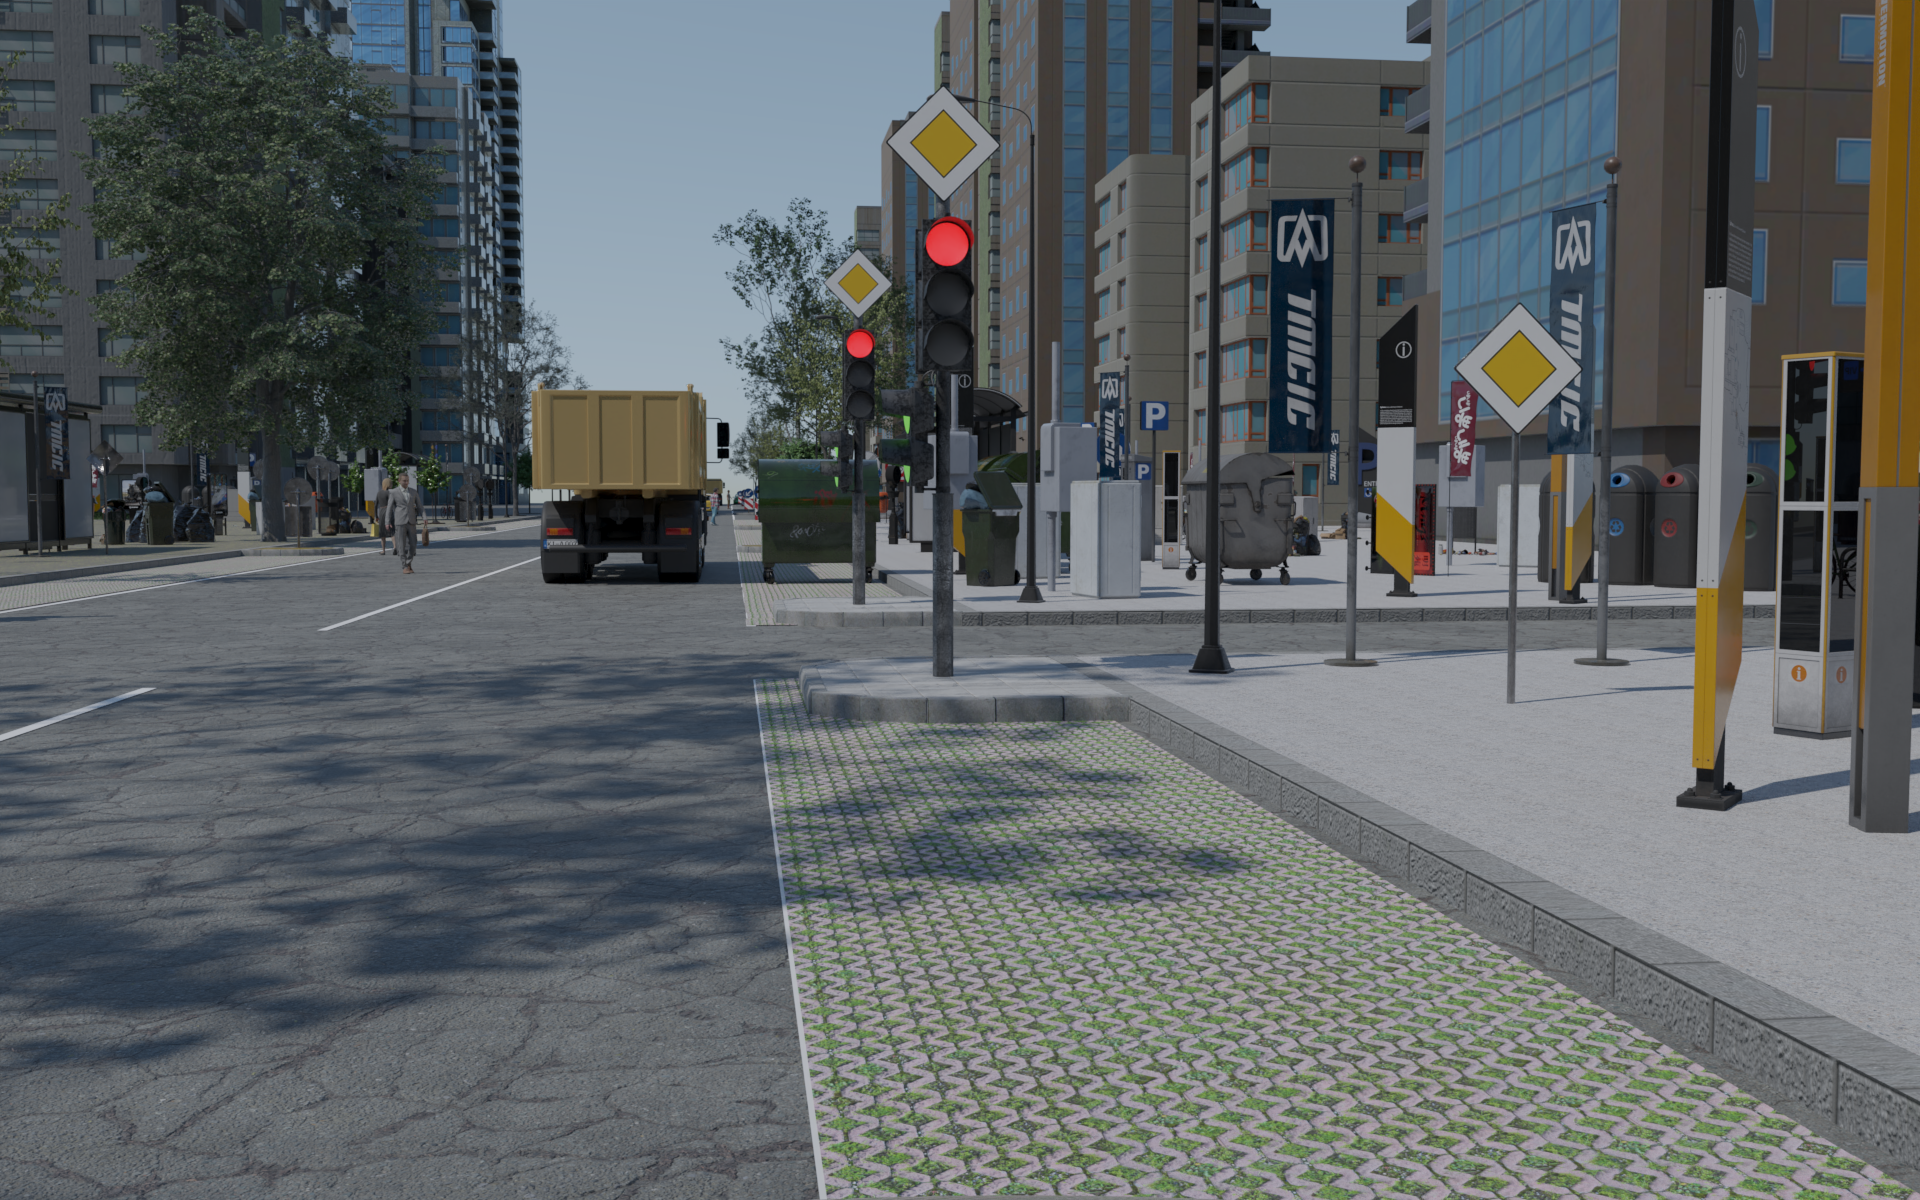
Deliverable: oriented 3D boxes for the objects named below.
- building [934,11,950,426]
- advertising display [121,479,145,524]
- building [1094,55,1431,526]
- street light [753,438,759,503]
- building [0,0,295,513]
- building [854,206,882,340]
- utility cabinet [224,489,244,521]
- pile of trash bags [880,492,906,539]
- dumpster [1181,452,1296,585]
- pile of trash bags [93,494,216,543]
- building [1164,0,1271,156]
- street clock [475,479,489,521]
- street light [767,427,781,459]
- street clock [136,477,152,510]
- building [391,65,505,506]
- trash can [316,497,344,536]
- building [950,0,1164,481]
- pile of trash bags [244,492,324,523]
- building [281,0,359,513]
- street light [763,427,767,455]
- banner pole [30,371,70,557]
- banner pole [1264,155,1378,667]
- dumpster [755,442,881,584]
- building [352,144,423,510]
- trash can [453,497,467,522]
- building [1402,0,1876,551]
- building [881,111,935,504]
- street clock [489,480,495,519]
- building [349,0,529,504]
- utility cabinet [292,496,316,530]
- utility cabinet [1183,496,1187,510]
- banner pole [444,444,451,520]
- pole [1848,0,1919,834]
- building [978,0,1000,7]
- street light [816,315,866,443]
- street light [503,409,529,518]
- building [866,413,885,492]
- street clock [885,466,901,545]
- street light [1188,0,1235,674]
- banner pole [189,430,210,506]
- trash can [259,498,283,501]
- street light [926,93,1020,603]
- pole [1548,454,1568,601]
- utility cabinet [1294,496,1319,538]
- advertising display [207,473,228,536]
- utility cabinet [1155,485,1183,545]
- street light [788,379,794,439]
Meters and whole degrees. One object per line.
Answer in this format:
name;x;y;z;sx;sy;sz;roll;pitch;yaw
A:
building;4.532;-28.635;151.777;14.154;41.232;14.086;0;4;-8
advertising display;-35.643;-4.249;74.693;0.974;1.923;0.123;0;4;0
building;23.150;-14.656;84.660;27.650;21.520;28.899;0;4;-8
street light;-16.319;-10.532;144.737;1.470;5.913;1.316;0;4;-8
building;-46.634;-25.279;96.901;14.154;41.232;14.086;0;4;-8
building;-8.195;-34.524;248.067;14.154;41.232;14.086;0;4;-8
utility cabinet;-33.429;-4.370;80.124;1.173;1.500;0.318;-1;4;-14
pile of trash bags;-0.279;-2.476;50.241;3.447;1.369;1.912;-2;4;-31
dumpster;4.013;-1.173;24.941;1.264;1.857;1.865;0;4;-7
pile of trash bags;-21.605;-2.206;45.814;3.447;1.369;1.912;-2;4;-29
building;10.446;-28.060;108.894;14.600;45.320;14.200;0;4;-8
street clock;-23.044;-4.807;83.166;0.358;2.002;0.471;2;4;30
street light;-9.649;-7.471;94.687;1.470;5.913;1.316;0;4;-8
street clock;-33.975;-4.123;71.978;0.358;2.002;0.471;1;4;17
building;-65.568;-35.517;200.313;23.786;49.044;30.456;0;4;-8
trash can;-19.357;-2.535;53.099;0.748;1.137;0.748;0;3;0
building;6.944;-29.792;137.213;14.600;45.320;14.200;0;4;-8
pile of trash bags;-30.408;-4.189;78.246;1.912;1.369;3.447;3;5;42
building;-54.138;-30.488;118.092;23.786;49.044;30.456;0;4;-8
street light;-12.939;-9.020;120.016;1.470;5.913;1.316;0;4;-8
banner pole;-18.641;-2.780;35.464;0.401;3.779;0.863;3;5;41
banner pole;2.711;-1.403;12.951;0.863;3.779;0.401;1;4;9
dumpster;-2.288;-1.401;27.853;1.985;2.255;1.502;0;4;-7
building;-52.677;-22.638;141.834;14.160;30.474;14.107;0;4;-8
trash can;-22.702;-4.111;78.861;0.748;1.137;0.748;0;3;0
building;20.432;-23.976;42.114;14.200;45.320;14.600;0;4;-8
building;-1.731;-33.878;204.012;14.600;45.320;14.200;0;4;-8
street clock;-24.221;-5.181;89.275;0.471;2.002;0.358;-2;4;-26
building;-68.789;-56.086;229.682;22.319;86.520;31.000;0;4;-8
utility cabinet;-23.500;-3.111;62.019;0.306;1.237;1.020;1;4;14
utility cabinet;7.845;-2.989;60.033;0.306;1.237;1.020;2;4;30
banner pole;-25.767;-5.935;87.056;0.401;3.779;0.863;-1;4;-21
pole;3.512;-0.776;6.526;0.158;3.312;0.155;0;3;0
building;8.088;-26.890;123.250;14.154;41.232;14.086;0;4;-8
street light;-3.040;-4.437;45.078;1.470;5.913;1.316;0;4;-8
street light;-24.106;-7.433;94.067;1.470;5.913;1.316;0;4;-8
building;1.453;-23.442;228.308;27.650;21.520;28.899;0;4;-8
street clock;-1.692;-2.411;43.991;0.358;2.002;0.471;2;4;25
street light;1.280;-2.429;12.261;1.470;5.913;1.316;0;4;-8
banner pole;-29.305;-4.689;66.690;0.863;3.779;0.401;-1;4;-20
trash can;-22.741;-2.787;57.222;0.748;1.137;0.748;0;3;0
street light;0.306;-2.920;20.282;1.470;5.913;1.316;0;4;-8
pole;7.209;-1.648;20.793;0.158;3.312;0.155;0;3;0
utility cabinet;9.372;-2.184;46.871;0.306;1.237;1.020;2;4;34
advertising display;-22.986;-2.961;53.629;0.123;1.923;0.974;0;4;7
utility cabinet;4.994;-2.132;43.534;1.173;1.500;0.318;1;4;14
street light;-6.320;-5.949;69.812;1.470;5.913;1.316;0;4;-8
